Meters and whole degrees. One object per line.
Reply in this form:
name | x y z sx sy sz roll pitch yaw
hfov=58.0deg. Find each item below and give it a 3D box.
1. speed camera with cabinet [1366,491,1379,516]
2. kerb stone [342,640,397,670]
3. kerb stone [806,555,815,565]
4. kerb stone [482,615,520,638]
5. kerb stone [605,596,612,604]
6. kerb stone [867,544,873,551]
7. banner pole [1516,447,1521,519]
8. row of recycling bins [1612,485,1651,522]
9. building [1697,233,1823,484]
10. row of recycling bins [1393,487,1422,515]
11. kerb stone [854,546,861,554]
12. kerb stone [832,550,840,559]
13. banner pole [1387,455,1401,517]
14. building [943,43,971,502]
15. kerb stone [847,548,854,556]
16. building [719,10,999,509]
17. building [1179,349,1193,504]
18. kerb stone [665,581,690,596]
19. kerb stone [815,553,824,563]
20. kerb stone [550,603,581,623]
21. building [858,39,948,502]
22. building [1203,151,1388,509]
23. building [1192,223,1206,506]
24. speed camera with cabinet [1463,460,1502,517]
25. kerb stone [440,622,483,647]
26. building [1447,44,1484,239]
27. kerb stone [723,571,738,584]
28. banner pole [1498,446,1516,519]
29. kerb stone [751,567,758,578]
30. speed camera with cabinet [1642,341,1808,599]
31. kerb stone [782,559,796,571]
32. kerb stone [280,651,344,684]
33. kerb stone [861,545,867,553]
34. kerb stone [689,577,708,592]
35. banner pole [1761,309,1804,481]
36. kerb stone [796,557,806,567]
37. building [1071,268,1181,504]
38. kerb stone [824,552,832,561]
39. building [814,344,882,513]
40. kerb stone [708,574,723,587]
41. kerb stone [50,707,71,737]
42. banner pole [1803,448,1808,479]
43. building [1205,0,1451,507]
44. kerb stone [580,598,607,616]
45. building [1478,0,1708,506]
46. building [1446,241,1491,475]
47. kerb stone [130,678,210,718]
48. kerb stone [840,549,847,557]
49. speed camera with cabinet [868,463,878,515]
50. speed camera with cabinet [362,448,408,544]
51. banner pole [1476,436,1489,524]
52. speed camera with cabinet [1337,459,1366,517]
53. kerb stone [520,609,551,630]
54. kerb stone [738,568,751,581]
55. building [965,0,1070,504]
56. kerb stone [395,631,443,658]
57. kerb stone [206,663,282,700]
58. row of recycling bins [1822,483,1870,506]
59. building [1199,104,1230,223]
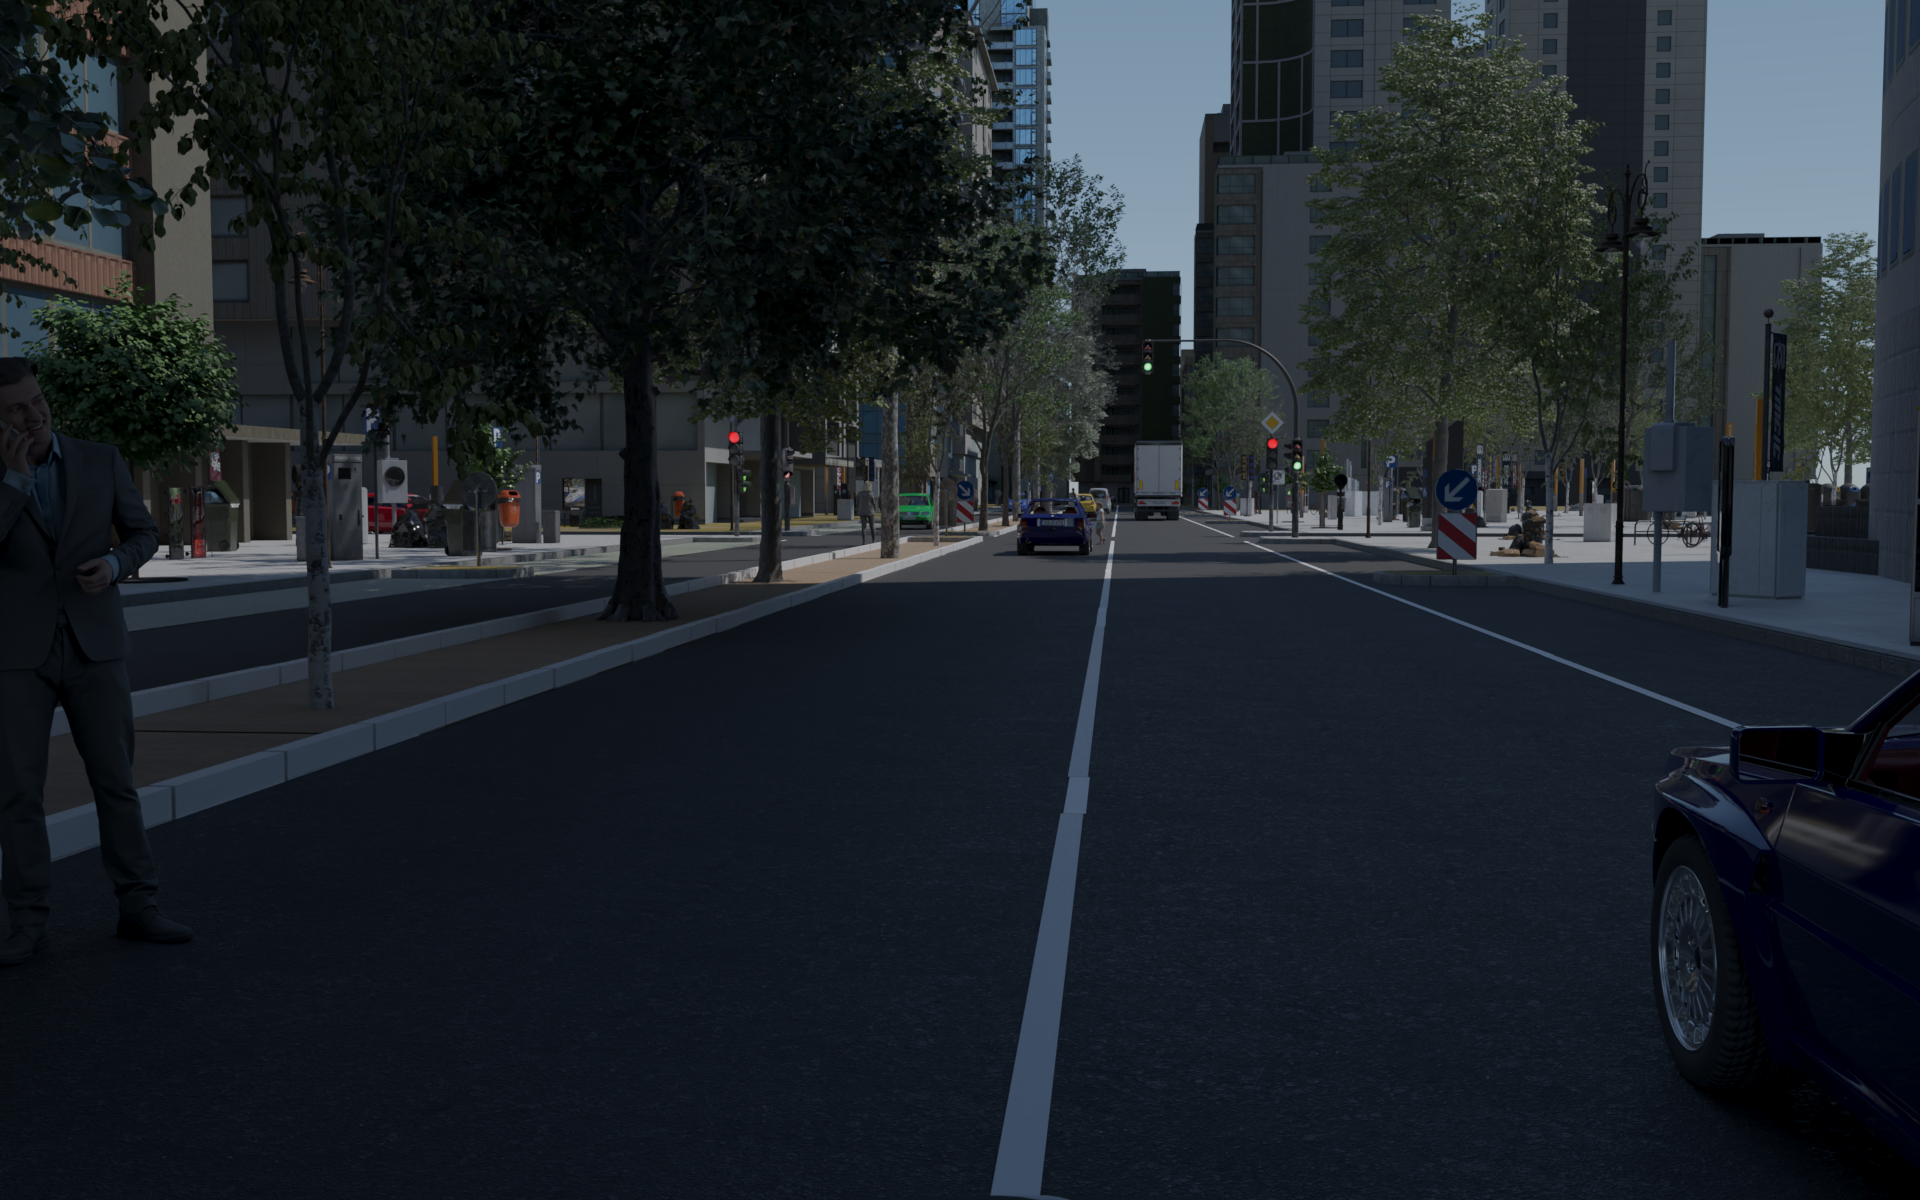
speed camera with cabinet | 24.015 -6.675 103.476 2.038 3.252 0.660 1 4 21
kerb stone | -4.988 0.474 14.462 0.120 0.150 1.000 0 4 5
kerb stone | -3.120 -0.777 34.896 0.120 0.150 1.000 0 4 5
kerb stone | -4.714 0.286 17.522 0.120 0.150 1.000 0 4 5
kerb stone | -4.340 0.039 21.607 0.120 0.150 1.000 0 4 5
kerb stone | -2.365 -1.276 43.064 0.120 0.150 1.000 0 4 5
banner pole | 29.129 -6.156 90.665 0.401 3.779 0.863 -1 4 -21
row of recycling bins | 31.517 -4.532 81.209 1.069 1.692 3.534 0 4 3
building | 87.327 -25.947 195.927 14.107 30.474 14.160 0 4 5
row of recycling bins | 28.000 -6.219 108.795 3.534 1.692 1.069 -3 4 -36
kerb stone | -2.549 -1.152 41.027 0.120 0.150 1.000 0 4 5
kerb stone | -2.827 -0.962 37.948 0.120 0.150 1.000 0 4 5
banner pole | 24.693 -6.646 98.680 0.863 3.779 0.401 0 4 -1
building | -11.502 -33.444 166.415 23.786 49.044 30.456 0 4 5
kerb stone | -2.641 -1.088 40.003 0.120 0.150 1.000 0 4 5
building | -10.345 -37.148 196.605 27.495 52.752 28.713 0 4 5
building | 43.935 -23.588 230.710 28.899 21.520 27.650 0 4 5
kerb stone | -4.058 -0.146 24.664 0.120 0.150 1.000 0 4 5
kerb stone | -3.017 -0.839 35.913 0.120 0.150 1.000 0 4 5
kerb stone | -4.520 0.161 19.557 0.120 0.150 1.000 0 4 5
building | -8.591 -30.178 143.526 14.600 45.320 14.200 0 4 5
building | 28.938 -23.148 150.176 14.160 30.474 14.107 0 4 5
building | 31.987 -25.323 185.732 14.160 30.474 14.107 0 4 5
speed camera with cabinet | 29.460 -6.316 97.605 2.038 3.252 0.660 2 4 26
kerb stone | -4.809 0.348 16.505 0.120 0.150 1.000 0 4 5
building | 73.269 -41.646 222.909 28.212 58.520 21.231 0 4 5
kerb stone | -3.760 -0.339 27.736 0.120 0.150 1.000 0 4 5
banner pole | 28.005 -6.073 89.308 0.863 3.779 0.401 3 4 38
kerb stone | -3.582 -0.465 29.797 0.120 0.150 1.000 0 4 5
speed camera with cabinet | 9.678 -1.688 21.942 0.660 3.252 2.038 -2 4 -28
kerb stone | -3.303 -0.652 32.858 0.120 0.150 1.000 0 4 5
kerb stone | -5.084 0.538 13.445 0.120 0.150 1.000 0 4 5
kerb stone | -2.451 -1.214 42.046 0.120 0.150 1.000 0 4 5
kerb stone | -3.956 -0.214 25.688 0.120 0.150 1.000 0 4 5
banner pole | 11.088 -2.057 23.650 0.863 3.779 0.401 -3 5 -43
kerb stone | -3.203 -0.715 33.878 0.120 0.150 1.000 0 4 5
building | 21.462 -27.731 225.102 14.107 30.474 14.160 0 4 5
kerb stone | -2.929 -0.901 36.931 0.120 0.150 1.000 0 4 5
building | -15.956 -41.923 123.695 20.563 71.187 20.611 0 4 5
kerb stone | -3.862 -0.276 26.720 0.120 0.150 1.000 0 4 5
kerb stone | -5.368 0.723 10.372 0.120 0.150 1.000 0 4 5
banner pole | 45.430 -6.311 93.202 0.401 3.779 0.863 0 4 5
building | 34.639 -44.531 166.330 20.563 71.187 20.611 0 4 5
kerb stone | -4.436 0.100 20.582 0.120 0.150 1.000 0 4 5
building | 69.090 -46.190 193.456 20.611 71.187 20.563 0 4 5
building | 52.010 -26.105 198.521 14.107 30.474 14.160 0 4 5
kerb stone | -5.276 0.661 11.400 0.120 0.150 1.000 0 4 5
kerb stone | -2.747 -1.027 38.983 0.120 0.150 1.000 0 4 5
speed camera with cabinet | -5.778 -7.018 109.076 0.660 3.252 2.038 -2 4 -25
speed camera with cabinet | -15.211 -3.053 44.250 2.038 3.252 0.660 -3 5 -40
banner pole | 22.507 -5.181 74.734 0.863 3.779 0.401 -3 4 -37
speed camera with cabinet | 22.121 -6.359 98.303 0.660 3.252 2.038 3 5 40
kerb stone | -4.624 0.227 18.541 0.120 0.150 1.000 0 4 5
kerb stone | -3.678 -0.399 28.780 0.120 0.150 1.000 0 4 5
building | -0.940 -56.096 229.843 31.000 86.520 22.319 0 4 5
kerb stone | -4.901 0.410 15.485 0.120 0.150 1.000 0 4 5
kerb stone | -5.184 0.598 12.425 0.120 0.150 1.000 0 4 5
row of recycling bins | 34.448 -3.624 66.366 3.534 1.692 1.069 0 4 -7
building | 34.644 -33.586 199.247 14.600 45.320 14.200 0 4 5
